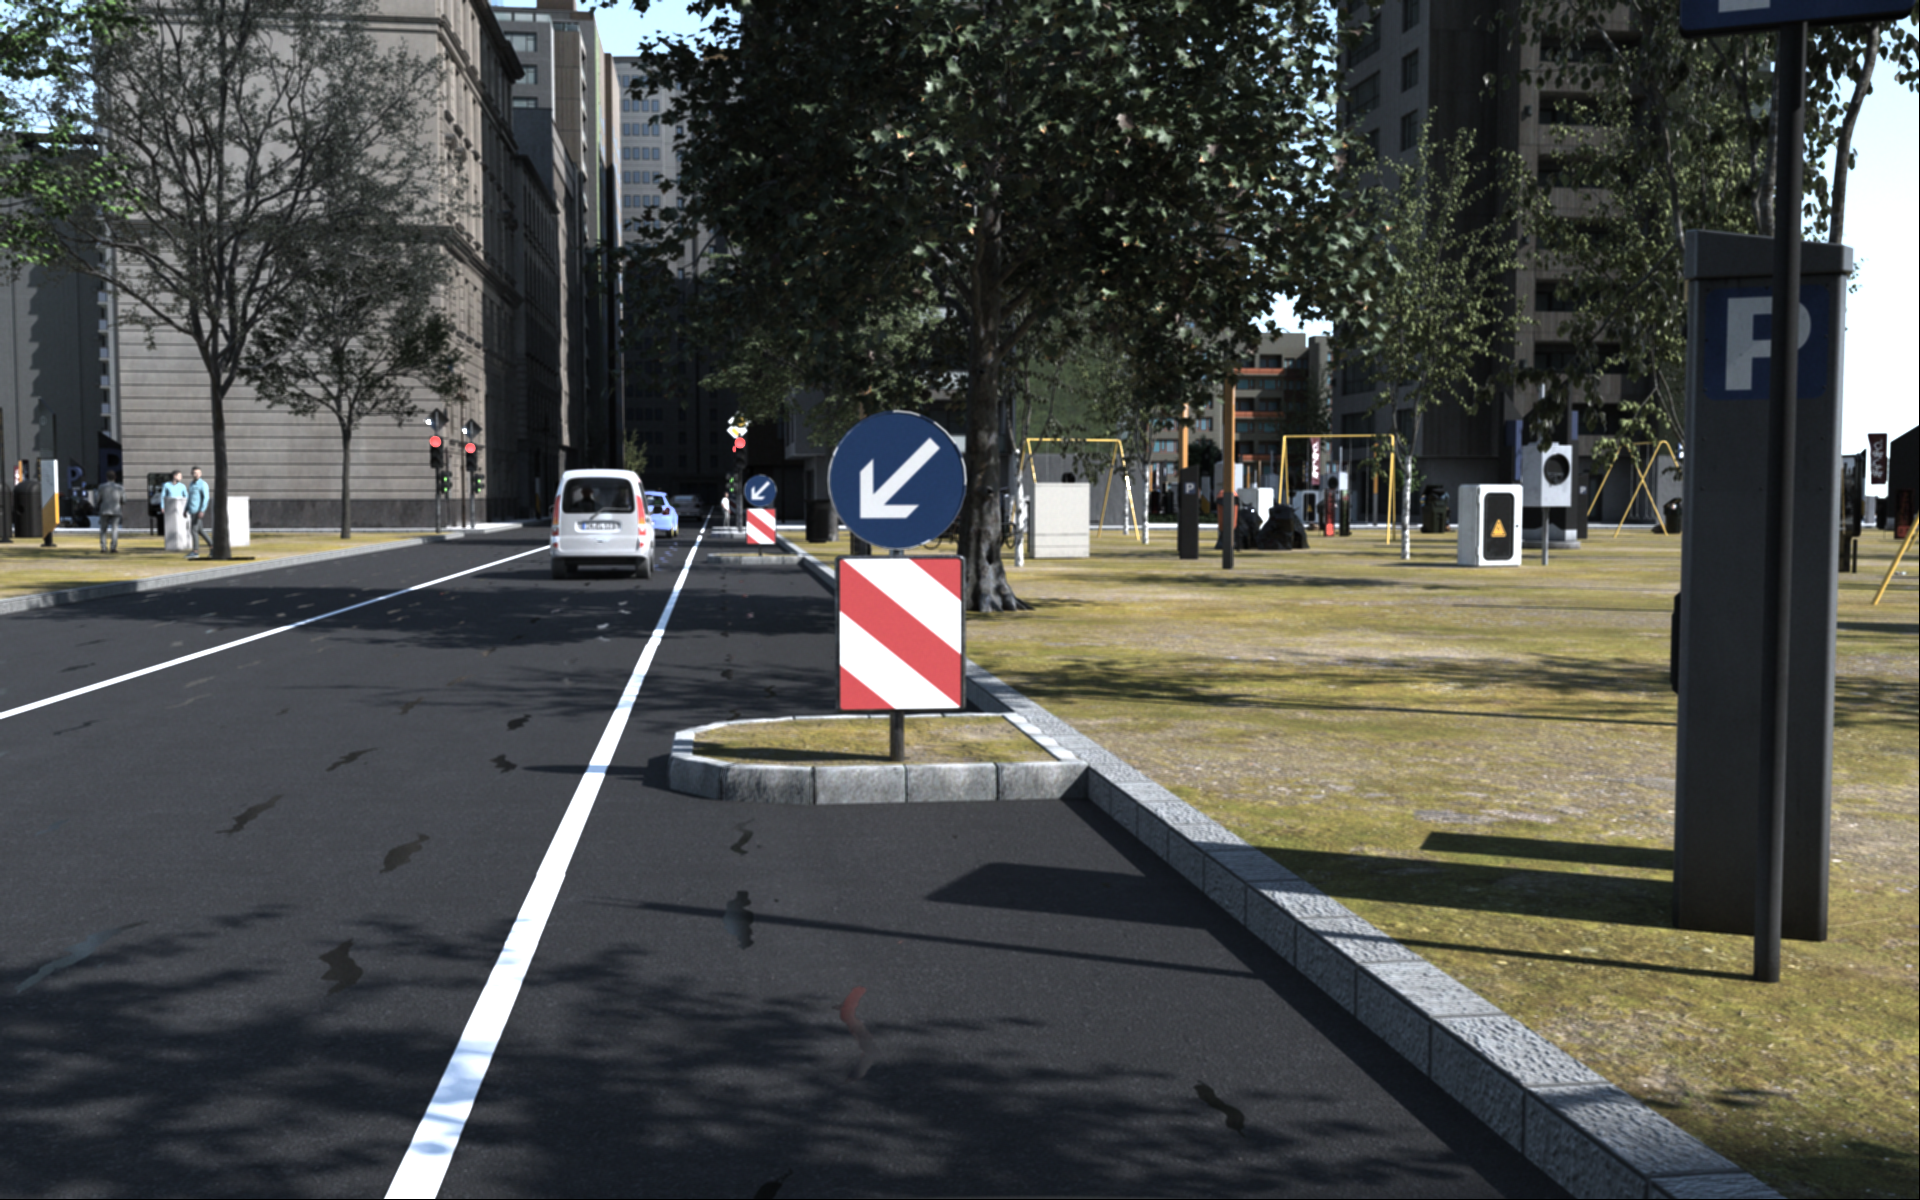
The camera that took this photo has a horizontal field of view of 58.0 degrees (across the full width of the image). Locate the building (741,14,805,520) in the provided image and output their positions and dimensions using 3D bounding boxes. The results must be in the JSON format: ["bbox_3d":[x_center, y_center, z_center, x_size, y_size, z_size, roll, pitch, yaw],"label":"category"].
[{"bbox_3d":[-4.495,-26.976,91.173,14.600,45.320,14.200,0,4,-8],"label":"building"}]

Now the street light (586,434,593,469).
[{"bbox_3d":[-27.733,-9.612,129.940,0.468,5.910,1.993,0,4,-8],"label":"street light"}]

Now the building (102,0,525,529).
[{"bbox_3d":[-26.395,-16.982,74.918,12.463,27.353,25.104,0,4,-8],"label":"building"}]

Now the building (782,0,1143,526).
[{"bbox_3d":[-0.440,-23.886,74.139,14.086,41.232,14.154,0,4,-8],"label":"building"}]

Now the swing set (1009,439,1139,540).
[{"bbox_3d":[3.327,-3.168,49.422,3.119,2.851,2.862,-1,4,-19],"label":"swing set"}]

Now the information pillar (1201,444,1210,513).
[{"bbox_3d":[11.609,-5.530,81.766,0.183,3.616,0.504,-3,5,-40],"label":"information pillar"}]

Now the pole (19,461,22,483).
[{"bbox_3d":[-57.587,-6.873,106.214,0.158,3.312,0.155,0,3,0],"label":"pole"}]

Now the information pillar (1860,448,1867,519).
[{"bbox_3d":[45.820,-5.915,88.057,0.183,3.616,0.504,-2,4,-25],"label":"information pillar"}]

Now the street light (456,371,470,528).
[{"bbox_3d":[-18.754,-5.659,65.305,0.468,5.910,1.993,0,4,-8],"label":"street light"}]

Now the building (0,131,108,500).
[{"bbox_3d":[-103.069,-31.470,198.121,14.086,41.232,14.154,0,4,-8],"label":"building"}]

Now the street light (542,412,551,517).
[{"bbox_3d":[-23.300,-7.639,97.685,0.468,5.910,1.993,0,4,-8],"label":"street light"}]

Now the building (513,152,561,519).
[{"bbox_3d":[-28.091,-15.156,96.944,9.793,20.994,18.267,0,4,-8],"label":"building"}]

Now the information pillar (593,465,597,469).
[{"bbox_3d":[-29.166,-9.019,138.807,0.504,3.616,0.183,1,4,21],"label":"information pillar"}]

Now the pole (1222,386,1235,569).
[{"bbox_3d":[4.586,-2.183,29.531,0.158,3.312,0.155,0,3,0],"label":"pole"}]

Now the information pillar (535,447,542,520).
[{"bbox_3d":[-21.123,-5.831,86.692,0.183,3.616,0.504,0,4,3],"label":"information pillar"}]

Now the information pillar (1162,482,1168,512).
[{"bbox_3d":[12.911,-6.410,109.294,0.304,2.012,0.304,2,4,24],"label":"information pillar"}]

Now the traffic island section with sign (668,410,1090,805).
[{"bbox_3d":[-0.502,-0.021,8.967,1.989,1.847,2.006,0,4,-8],"label":"traffic island section with sign"}]

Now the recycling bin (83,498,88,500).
[{"bbox_3d":[-58.543,-6.315,115.801,0.722,1.027,0.722,0,4,-7],"label":"recycling bin"}]

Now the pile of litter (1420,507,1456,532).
[{"bbox_3d":[16.324,-2.766,59.185,1.176,0.858,1.719,1,4,10],"label":"pile of litter"}]

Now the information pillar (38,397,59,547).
[{"bbox_3d":[-22.107,-3.098,42.014,0.504,3.616,0.183,1,4,23],"label":"information pillar"}]

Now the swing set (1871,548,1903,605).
[{"bbox_3d":[11.908,-1.286,18.638,2.862,2.851,3.119,0,4,4],"label":"swing set"}]

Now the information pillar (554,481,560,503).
[{"bbox_3d":[-22.728,-5.708,97.811,0.304,2.012,0.304,0,4,-1],"label":"information pillar"}]

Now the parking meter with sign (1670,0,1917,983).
[{"bbox_3d":[2.444,-0.549,5.245,0.543,3.016,1.738,1,4,22],"label":"parking meter with sign"}]

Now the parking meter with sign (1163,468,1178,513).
[{"bbox_3d":[14.259,-7.201,113.995,1.738,3.016,0.543,1,4,13],"label":"parking meter with sign"}]

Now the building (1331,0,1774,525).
[{"bbox_3d":[25.676,-18.683,77.162,14.107,30.474,14.160,0,4,-8],"label":"building"}]

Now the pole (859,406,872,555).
[{"bbox_3d":[-1.744,-2.330,31.937,0.158,3.312,0.155,0,3,0],"label":"pole"}]

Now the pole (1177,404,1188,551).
[{"bbox_3d":[4.975,-2.741,38.659,0.158,3.312,0.155,0,3,0],"label":"pole"}]

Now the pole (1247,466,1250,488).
[{"bbox_3d":[20.959,-8.081,125.963,0.158,3.312,0.155,0,3,0],"label":"pole"}]

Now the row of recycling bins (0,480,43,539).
[{"bbox_3d":[-28.229,-2.616,49.883,3.534,1.692,1.069,-3,5,-42],"label":"row of recycling bins"}]

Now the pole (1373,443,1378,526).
[{"bbox_3d":[16.716,-4.638,69.676,0.158,3.312,0.155,0,3,0],"label":"pole"}]

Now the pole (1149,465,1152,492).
[{"bbox_3d":[13.460,-7.851,122.204,0.158,3.312,0.155,0,3,0],"label":"pole"}]

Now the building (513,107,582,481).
[{"bbox_3d":[-32.256,-18.194,115.497,12.078,24.808,19.932,0,4,-8],"label":"building"}]

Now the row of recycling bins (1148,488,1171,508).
[{"bbox_3d":[14.780,-7.432,128.623,3.534,1.692,1.069,-3,5,-44],"label":"row of recycling bins"}]

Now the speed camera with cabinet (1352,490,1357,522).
[{"bbox_3d":[17.301,-5.191,79.214,2.038,3.252,0.660,-3,4,-37],"label":"speed camera with cabinet"}]

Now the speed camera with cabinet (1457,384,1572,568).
[{"bbox_3d":[9.851,-2.225,30.710,2.038,3.252,0.660,-1,4,-21],"label":"speed camera with cabinet"}]

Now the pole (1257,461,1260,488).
[{"bbox_3d":[18.246,-6.851,105.857,0.158,3.312,0.155,0,3,0],"label":"pole"}]

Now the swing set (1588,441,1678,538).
[{"bbox_3d":[20.604,-3.353,52.438,2.862,2.851,3.119,0,4,-2],"label":"swing set"}]

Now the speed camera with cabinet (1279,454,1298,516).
[{"bbox_3d":[14.771,-5.187,79.136,2.038,3.252,0.660,-1,4,-15],"label":"speed camera with cabinet"}]

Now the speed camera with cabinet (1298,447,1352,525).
[{"bbox_3d":[15.326,-4.801,72.839,0.660,3.252,2.038,-3,4,-37],"label":"speed camera with cabinet"}]

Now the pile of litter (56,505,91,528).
[{"bbox_3d":[-33.692,-3.161,65.648,1.176,0.858,1.719,1,4,13],"label":"pile of litter"}]

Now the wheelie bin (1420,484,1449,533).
[{"bbox_3d":[15.550,-2.982,56.667,0.980,1.594,0.693,-1,4,-22],"label":"wheelie bin"}]

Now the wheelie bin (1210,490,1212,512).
[{"bbox_3d":[18.934,-7.561,131.535,0.980,1.594,0.693,-3,5,-44],"label":"wheelie bin"}]

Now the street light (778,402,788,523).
[{"bbox_3d":[-7.782,-6.319,76.100,0.468,5.910,1.993,0,4,-8],"label":"street light"}]

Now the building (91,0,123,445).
[{"bbox_3d":[-81.303,-40.030,196.491,28.212,58.520,21.231,0,4,-8],"label":"building"}]

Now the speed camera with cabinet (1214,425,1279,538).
[{"bbox_3d":[8.013,-3.339,48.933,0.660,3.252,2.038,-2,4,-29],"label":"speed camera with cabinet"}]

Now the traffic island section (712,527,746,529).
[{"bbox_3d":[-8.427,-2.668,65.901,2.009,0.180,2.903,0,4,-8],"label":"traffic island section"}]

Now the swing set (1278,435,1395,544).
[{"bbox_3d":[10.140,-2.958,45.990,3.119,2.851,2.862,1,4,17],"label":"swing set"}]
